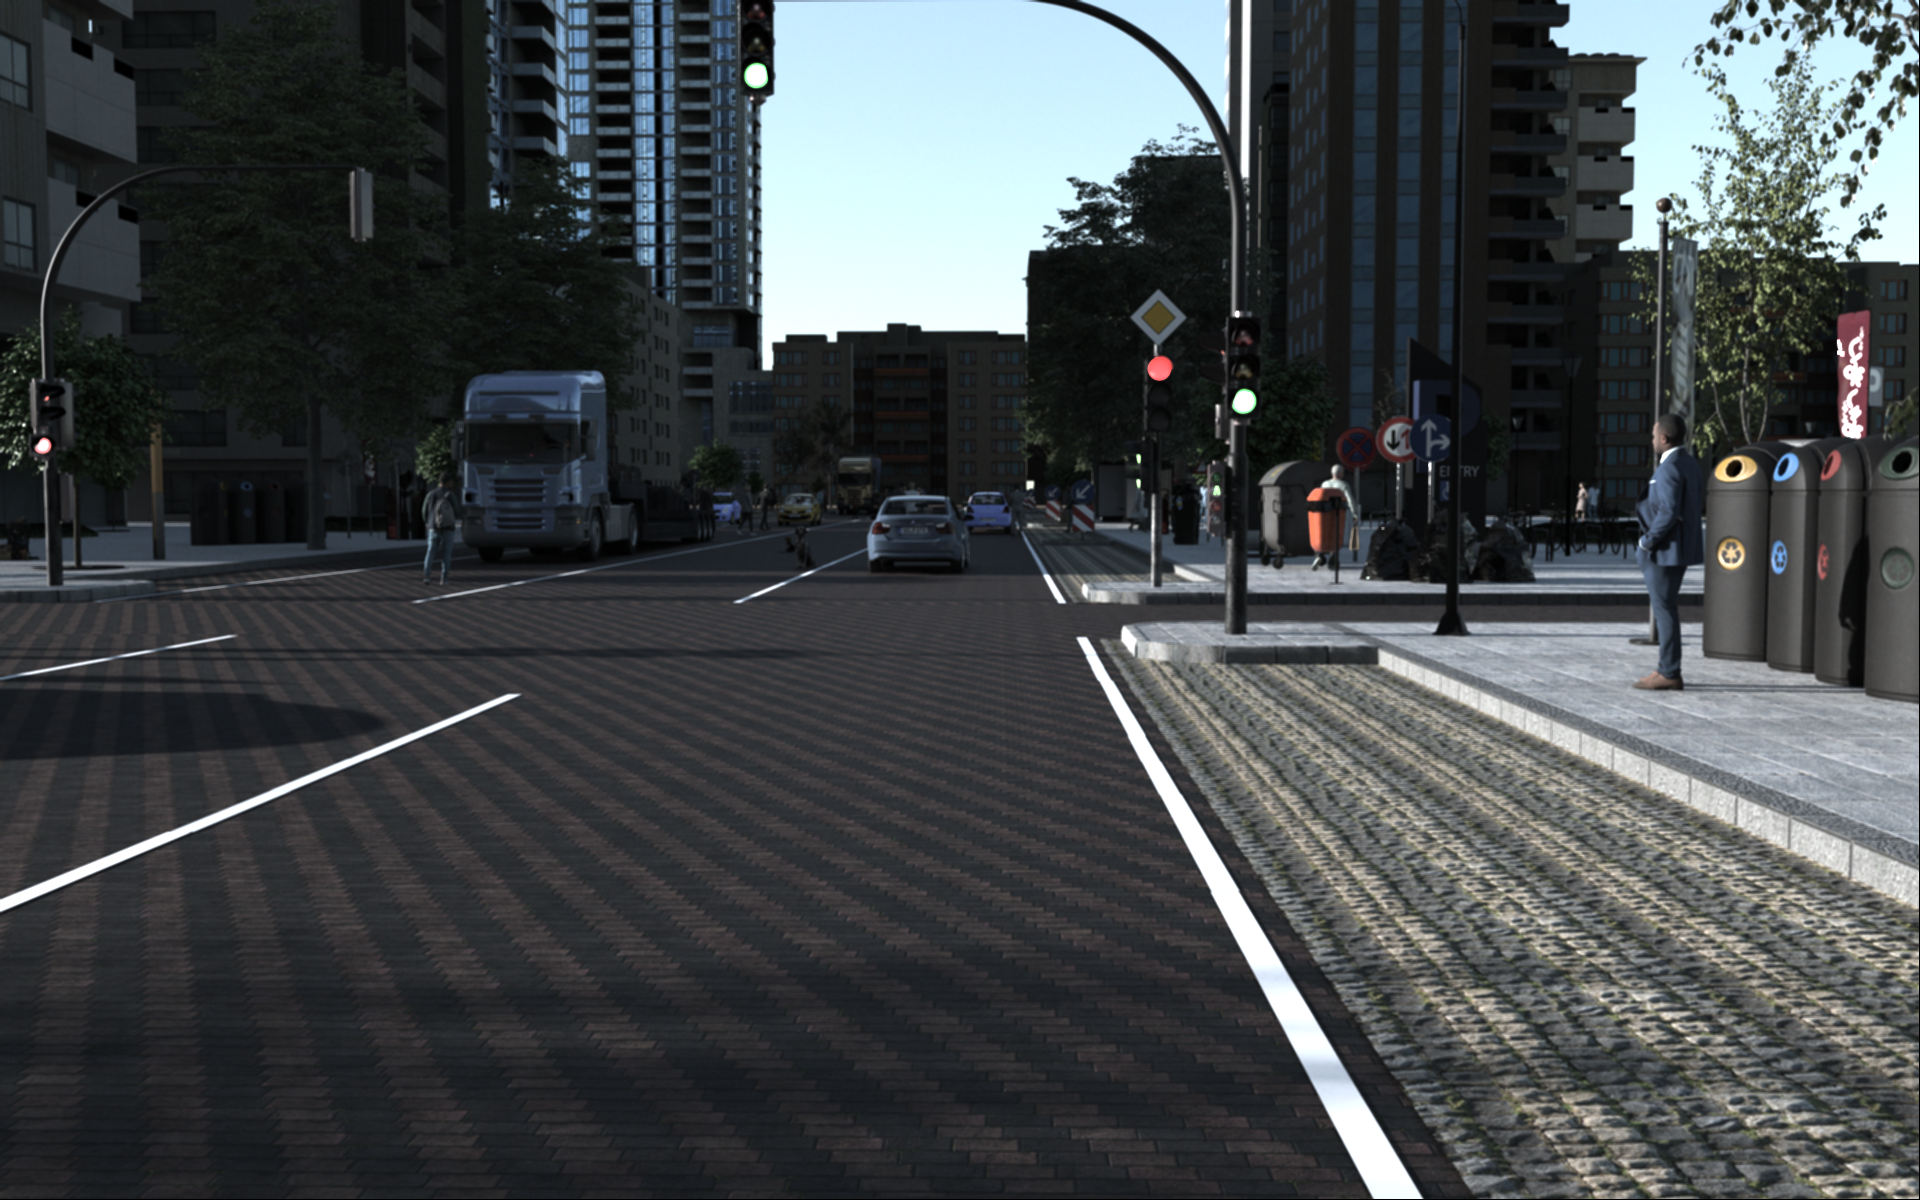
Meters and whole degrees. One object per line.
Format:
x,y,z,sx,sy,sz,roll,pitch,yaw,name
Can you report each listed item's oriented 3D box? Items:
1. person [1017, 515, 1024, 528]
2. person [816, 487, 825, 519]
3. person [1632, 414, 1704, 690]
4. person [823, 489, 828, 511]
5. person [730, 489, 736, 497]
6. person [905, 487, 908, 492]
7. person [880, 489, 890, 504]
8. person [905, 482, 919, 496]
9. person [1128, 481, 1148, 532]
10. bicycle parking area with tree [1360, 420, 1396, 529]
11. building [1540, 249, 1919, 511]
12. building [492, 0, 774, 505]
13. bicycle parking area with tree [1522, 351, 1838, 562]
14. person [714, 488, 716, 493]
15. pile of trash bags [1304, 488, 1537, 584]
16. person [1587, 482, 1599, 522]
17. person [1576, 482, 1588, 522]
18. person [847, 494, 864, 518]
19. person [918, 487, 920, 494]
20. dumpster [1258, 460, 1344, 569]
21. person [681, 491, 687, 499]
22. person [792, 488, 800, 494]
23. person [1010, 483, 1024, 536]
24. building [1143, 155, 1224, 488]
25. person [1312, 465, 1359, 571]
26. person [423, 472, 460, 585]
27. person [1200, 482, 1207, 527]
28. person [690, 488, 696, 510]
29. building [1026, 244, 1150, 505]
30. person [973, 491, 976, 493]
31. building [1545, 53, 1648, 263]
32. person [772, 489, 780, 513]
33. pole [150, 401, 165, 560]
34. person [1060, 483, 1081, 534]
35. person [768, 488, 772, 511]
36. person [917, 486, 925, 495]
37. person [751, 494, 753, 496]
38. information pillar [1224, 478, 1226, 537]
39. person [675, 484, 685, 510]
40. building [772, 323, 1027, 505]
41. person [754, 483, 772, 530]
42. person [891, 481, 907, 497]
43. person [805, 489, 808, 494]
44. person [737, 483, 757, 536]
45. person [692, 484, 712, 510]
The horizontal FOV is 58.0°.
2.491,-3.638,72.655,0.373,1.253,0.362,3,5,41,person
-8.088,-5.559,99.404,0.620,1.820,0.660,-3,5,-41,person
4.656,-0.315,11.371,0.419,1.800,0.721,2,4,29,person
-10.409,-7.635,133.421,0.705,1.812,1.348,1,4,13,person
-23.005,-10.333,175.071,0.705,1.814,1.350,1,4,17,person
-2.951,-5.262,94.641,0.767,1.812,0.694,3,4,39,person
-4.560,-5.937,106.119,0.434,1.755,0.990,3,5,44,person
-1.614,-3.119,59.380,0.514,1.842,0.818,-2,4,-33,person
5.972,-3.154,57.969,0.624,1.780,0.694,2,4,30,person
18.364,-4.788,65.288,9.016,4.147,8.231,-3,4,-37,bicycle parking area with tree
63.402,-18.382,145.580,28.899,21.520,27.650,0,4,1,building
-36.759,-54.692,206.880,31.000,86.520,22.319,0,4,1,building
15.204,-2.963,35.448,8.231,4.147,9.016,1,4,23,bicycle parking area with tree
-21.948,-9.149,155.267,1.348,1.869,0.705,2,4,26,person
6.601,-0.958,25.414,3.447,1.369,1.912,-1,4,-21,pile of trash bags
27.153,-4.161,74.335,0.793,1.790,0.793,3,4,38,person
25.781,-4.010,71.954,0.374,1.781,0.599,-1,4,-22,person
-6.153,-5.496,101.618,1.065,1.426,0.557,-1,4,-18,person
-2.131,-5.223,93.905,0.388,1.821,0.555,-2,4,-24,person
5.944,-1.491,30.130,1.264,1.857,1.865,0,4,1,dumpster
-18.558,-6.686,115.327,0.705,1.831,1.348,-3,4,-38,person
-12.454,-7.617,131.318,1.217,1.736,0.721,-1,4,-13,person
1.937,-3.088,59.172,0.511,1.800,0.466,-1,4,-16,person
28.932,-31.761,202.883,14.086,41.232,14.154,0,4,1,building
6.286,-1.361,28.775,0.782,1.767,0.515,2,4,33,person
-8.205,-1.136,27.420,0.623,1.781,0.721,0,4,-6,person
9.478,-3.725,67.219,0.793,1.790,0.793,0,4,4,person
-16.625,-6.137,107.849,0.415,1.643,0.593,-1,4,-12,person
14.835,-26.400,203.339,14.107,30.474,14.160,0,4,1,building
0.881,-5.861,105.790,0.415,1.643,0.593,-1,4,-17,person
65.335,-37.901,208.913,27.495,52.752,28.713,0,4,1,building
-12.488,-6.736,117.649,0.593,1.643,0.415,0,4,4,person
-15.652,-2.441,33.754,0.158,3.312,0.155,0,3,0,pole
3.979,-3.304,62.504,0.713,1.824,0.794,2,4,32,person
-14.529,-7.668,132.209,0.721,1.735,1.217,2,4,30,person
-1.741,-4.118,76.007,0.473,1.802,0.592,1,4,11,person
-18.825,-9.065,154.781,0.750,1.759,0.617,-1,4,-12,person
7.931,-2.875,51.496,0.304,2.012,0.304,1,4,17,information pillar
-9.292,-2.948,57.119,0.534,1.772,0.576,-2,4,-29,person
-6.558,-22.349,210.440,28.899,21.520,27.650,0,4,1,building
-7.664,-3.677,68.393,0.659,1.850,0.755,3,5,42,person
-1.893,-2.840,54.737,0.655,1.846,0.447,3,5,43,person
-13.906,-9.262,158.199,0.721,1.735,1.217,0,4,2,person
-7.405,-3.126,59.788,0.728,1.800,0.709,-3,4,-37,person
-9.970,-3.516,66.205,0.699,1.804,1.509,-2,4,-35,person
